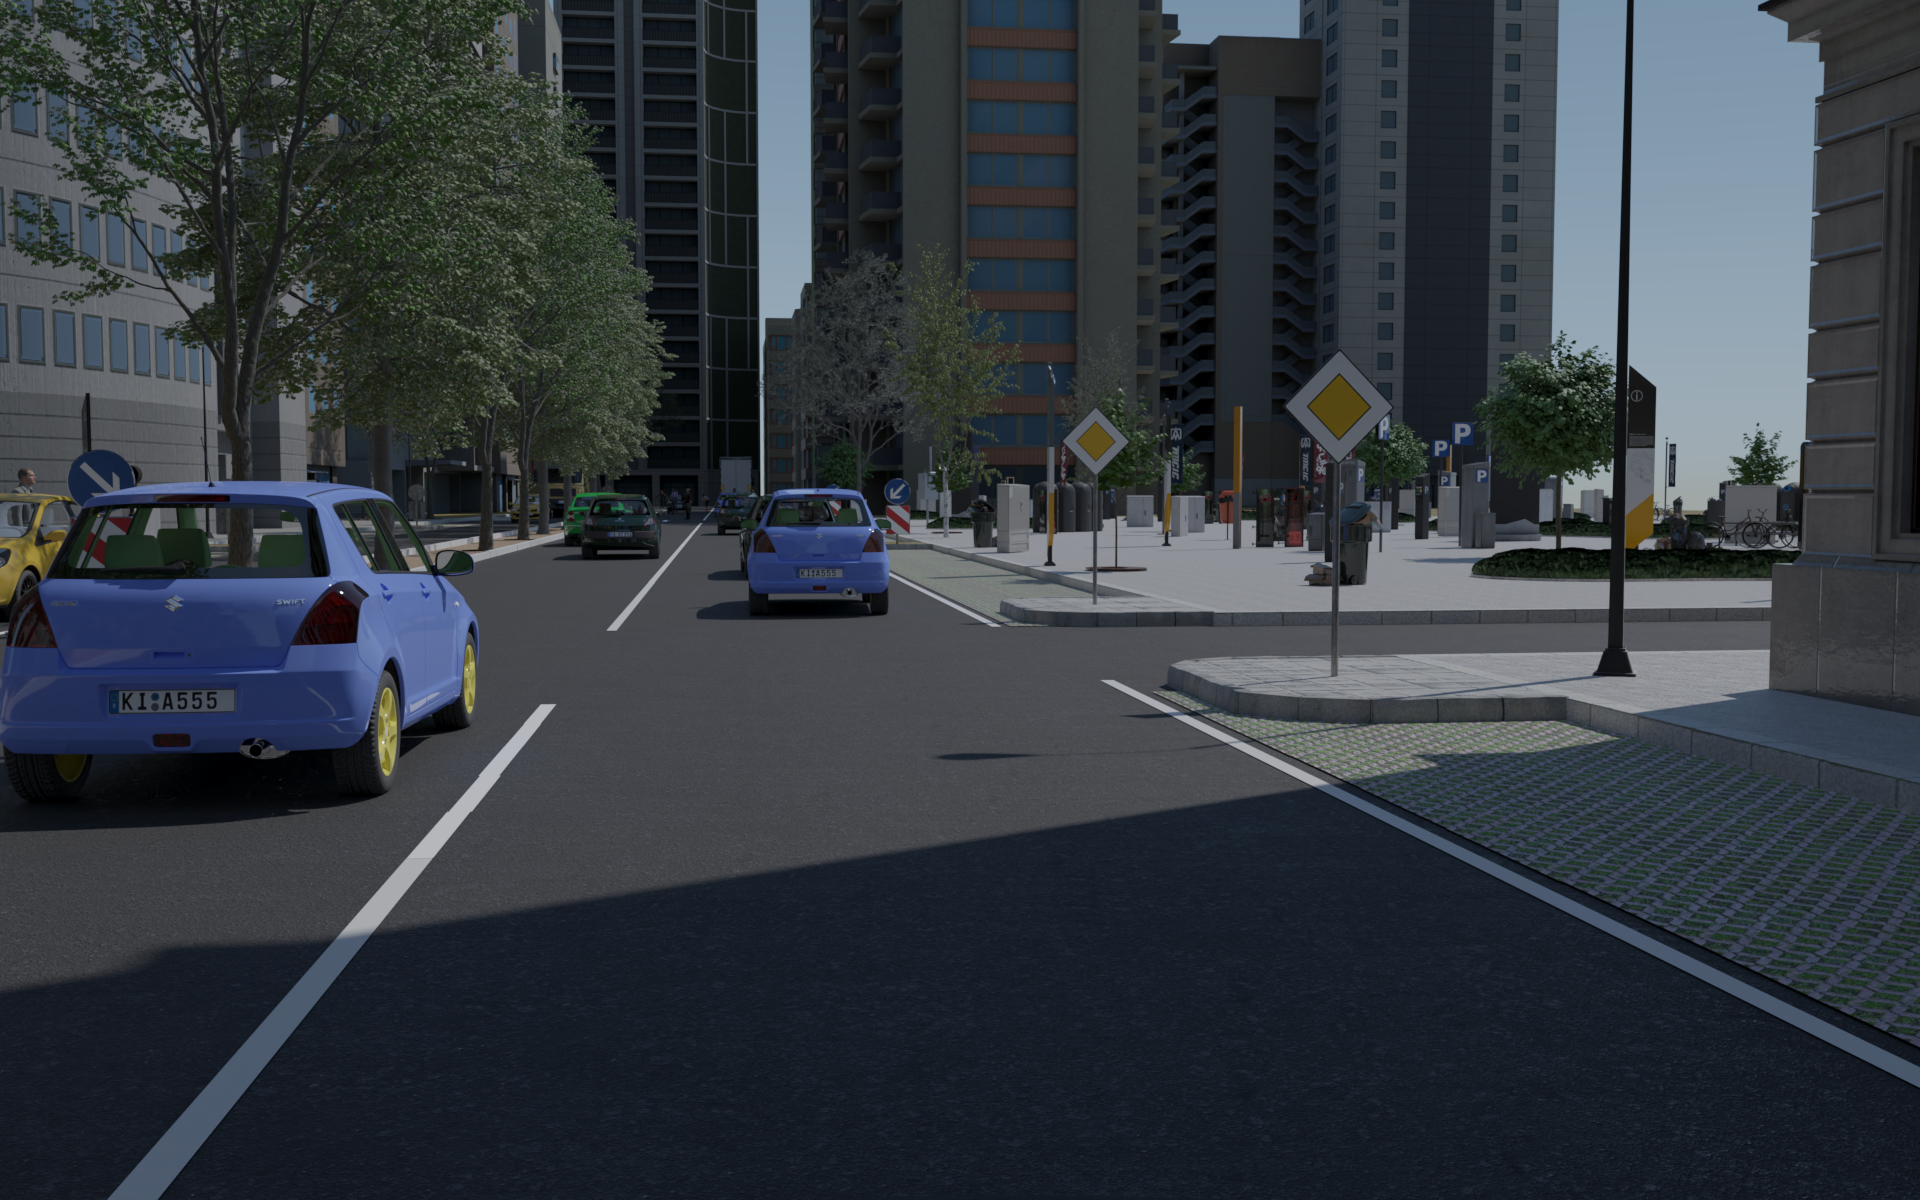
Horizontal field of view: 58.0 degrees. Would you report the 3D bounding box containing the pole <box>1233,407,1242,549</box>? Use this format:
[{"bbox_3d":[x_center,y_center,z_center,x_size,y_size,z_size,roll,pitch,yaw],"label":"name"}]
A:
[{"bbox_3d":[6.482,-2.850,40.444,0.158,3.312,0.155,0,3,0],"label":"pole"}]

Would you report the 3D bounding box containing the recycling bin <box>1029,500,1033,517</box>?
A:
[{"bbox_3d":[2.986,-3.867,75.784,0.722,1.027,0.722,2,4,35],"label":"recycling bin"}]

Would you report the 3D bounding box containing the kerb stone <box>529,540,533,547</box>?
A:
[{"bbox_3d":[-11.598,-1.475,46.309,0.120,0.150,1.000,0,4,-8],"label":"kerb stone"}]

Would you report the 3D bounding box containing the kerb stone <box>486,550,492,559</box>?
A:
[{"bbox_3d":[-10.497,-0.964,38.194,0.120,0.150,1.000,0,4,-8],"label":"kerb stone"}]

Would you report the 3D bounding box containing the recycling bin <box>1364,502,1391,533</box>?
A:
[{"bbox_3d":[13.991,-2.783,58.053,0.722,1.027,0.722,0,4,-5],"label":"recycling bin"}]

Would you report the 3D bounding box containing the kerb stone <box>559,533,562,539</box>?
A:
[{"bbox_3d":[-12.691,-1.972,54.431,0.120,0.150,1.000,0,4,-8],"label":"kerb stone"}]

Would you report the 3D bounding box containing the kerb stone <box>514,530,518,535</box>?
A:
[{"bbox_3d":[-15.585,-2.322,60.212,0.120,0.150,1.000,0,4,-8],"label":"kerb stone"}]

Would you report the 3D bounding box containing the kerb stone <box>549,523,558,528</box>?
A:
[{"bbox_3d":[-17.513,-3.196,74.451,0.120,0.150,1.000,0,4,-8],"label":"kerb stone"}]

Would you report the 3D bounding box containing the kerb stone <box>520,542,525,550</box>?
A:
[{"bbox_3d":[-11.311,-1.351,44.284,0.120,0.150,1.000,0,4,-8],"label":"kerb stone"}]

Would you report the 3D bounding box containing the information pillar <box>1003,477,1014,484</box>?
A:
[{"bbox_3d":[2.162,-4.317,75.078,0.304,2.012,0.304,-1,4,-12],"label":"information pillar"}]

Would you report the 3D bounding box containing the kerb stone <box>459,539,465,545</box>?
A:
[{"bbox_3d":[-13.945,-1.580,48.027,0.120,0.150,1.000,0,4,-8],"label":"kerb stone"}]

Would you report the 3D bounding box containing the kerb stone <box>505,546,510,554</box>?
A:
[{"bbox_3d":[-10.909,-1.165,41.242,0.120,0.150,1.000,0,4,-8],"label":"kerb stone"}]

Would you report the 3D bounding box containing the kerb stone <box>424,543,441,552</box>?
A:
[{"bbox_3d":[-13.394,-1.332,43.970,0.120,0.150,1.000,0,4,-8],"label":"kerb stone"}]

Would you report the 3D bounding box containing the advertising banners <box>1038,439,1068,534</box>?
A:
[{"bbox_3d":[2.986,-3.630,55.541,0.090,3.025,2.074,-1,4,-23],"label":"advertising banners"}]

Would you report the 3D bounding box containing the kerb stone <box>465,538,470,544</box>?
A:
[{"bbox_3d":[-14.081,-1.642,49.040,0.120,0.150,1.000,0,4,-8],"label":"kerb stone"}]

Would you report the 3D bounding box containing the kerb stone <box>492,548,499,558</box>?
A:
[{"bbox_3d":[-10.631,-1.041,39.210,0.120,0.150,1.000,0,4,-8],"label":"kerb stone"}]

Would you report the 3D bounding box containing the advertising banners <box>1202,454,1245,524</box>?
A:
[{"bbox_3d":[11.383,-4.809,74.816,2.074,3.025,0.090,-1,4,-20],"label":"advertising banners"}]

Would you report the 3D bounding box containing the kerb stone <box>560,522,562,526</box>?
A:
[{"bbox_3d":[-17.784,-3.321,76.490,0.120,0.150,1.000,0,4,-8],"label":"kerb stone"}]

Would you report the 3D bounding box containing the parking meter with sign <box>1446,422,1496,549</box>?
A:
[{"bbox_3d":[12.314,-2.762,41.415,0.543,3.016,1.738,0,4,-7],"label":"parking meter with sign"}]

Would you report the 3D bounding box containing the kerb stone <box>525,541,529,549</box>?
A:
[{"bbox_3d":[-11.455,-1.413,45.296,0.120,0.150,1.000,0,4,-8],"label":"kerb stone"}]

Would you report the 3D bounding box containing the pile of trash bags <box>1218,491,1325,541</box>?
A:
[{"bbox_3d":[8.861,-2.340,48.016,3.447,1.369,1.912,1,4,16],"label":"pile of trash bags"}]

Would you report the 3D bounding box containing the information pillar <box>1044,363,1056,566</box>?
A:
[{"bbox_3d":[1.609,-2.411,30.778,0.183,3.616,0.504,0,4,-2],"label":"information pillar"}]

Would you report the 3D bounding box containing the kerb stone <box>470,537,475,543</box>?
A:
[{"bbox_3d":[-14.212,-1.701,50.059,0.120,0.150,1.000,0,4,-8],"label":"kerb stone"}]

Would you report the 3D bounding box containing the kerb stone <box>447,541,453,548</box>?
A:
[{"bbox_3d":[-13.673,-1.452,45.996,0.120,0.150,1.000,0,4,-8],"label":"kerb stone"}]

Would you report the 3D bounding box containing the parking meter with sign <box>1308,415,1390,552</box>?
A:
[{"bbox_3d":[8.602,-2.584,38.508,1.738,3.016,0.543,3,4,38],"label":"parking meter with sign"}]

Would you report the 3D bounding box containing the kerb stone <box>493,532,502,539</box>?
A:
[{"bbox_3d":[-15.040,-2.076,56.141,0.120,0.150,1.000,0,4,-8],"label":"kerb stone"}]

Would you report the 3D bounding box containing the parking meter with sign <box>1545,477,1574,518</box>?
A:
[{"bbox_3d":[26.234,-4.908,76.507,1.738,3.016,0.543,3,5,43],"label":"parking meter with sign"}]

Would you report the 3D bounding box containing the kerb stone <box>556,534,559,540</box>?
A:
[{"bbox_3d":[-12.547,-1.910,53.419,0.120,0.150,1.000,0,4,-8],"label":"kerb stone"}]

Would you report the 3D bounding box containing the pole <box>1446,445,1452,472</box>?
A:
[{"bbox_3d":[20.305,-4.778,71.966,0.158,3.312,0.155,0,3,0],"label":"pole"}]

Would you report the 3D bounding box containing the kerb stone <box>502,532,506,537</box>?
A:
[{"bbox_3d":[-15.181,-2.138,57.153,0.120,0.150,1.000,0,4,-8],"label":"kerb stone"}]

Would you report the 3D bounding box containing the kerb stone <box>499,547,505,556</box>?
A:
[{"bbox_3d":[-10.763,-1.103,40.223,0.120,0.150,1.000,0,4,-8],"label":"kerb stone"}]

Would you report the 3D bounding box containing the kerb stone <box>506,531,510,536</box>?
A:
[{"bbox_3d":[-15.314,-2.201,58.174,0.120,0.150,1.000,0,4,-8],"label":"kerb stone"}]

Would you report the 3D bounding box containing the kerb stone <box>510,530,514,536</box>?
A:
[{"bbox_3d":[-15.454,-2.263,59.198,0.120,0.150,1.000,0,4,-8],"label":"kerb stone"}]

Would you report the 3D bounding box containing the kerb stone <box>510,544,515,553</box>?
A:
[{"bbox_3d":[-11.046,-1.227,42.255,0.120,0.150,1.000,0,4,-8],"label":"kerb stone"}]

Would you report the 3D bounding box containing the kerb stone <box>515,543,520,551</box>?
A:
[{"bbox_3d":[-11.185,-1.286,43.270,0.120,0.150,1.000,0,4,-8],"label":"kerb stone"}]

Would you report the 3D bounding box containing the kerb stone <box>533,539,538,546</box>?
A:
[{"bbox_3d":[-11.726,-1.533,47.323,0.120,0.150,1.000,0,4,-8],"label":"kerb stone"}]

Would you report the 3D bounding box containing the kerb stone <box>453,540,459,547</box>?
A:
[{"bbox_3d":[-13.801,-1.518,47.010,0.120,0.150,1.000,0,4,-8],"label":"kerb stone"}]

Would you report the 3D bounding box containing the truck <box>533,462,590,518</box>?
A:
[{"bbox_3d":[-24.090,-6.780,106.770,3.469,3.379,9.791,0,4,-7],"label":"truck"}]

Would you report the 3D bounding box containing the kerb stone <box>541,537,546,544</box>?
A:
[{"bbox_3d":[-11.997,-1.661,49.350,0.120,0.150,1.000,0,4,-8],"label":"kerb stone"}]

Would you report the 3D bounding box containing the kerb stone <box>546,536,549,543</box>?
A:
[{"bbox_3d":[-12.140,-1.723,50.374,0.120,0.150,1.000,0,4,-8],"label":"kerb stone"}]

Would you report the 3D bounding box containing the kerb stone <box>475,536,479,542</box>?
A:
[{"bbox_3d":[-14.351,-1.766,51.071,0.120,0.150,1.000,0,4,-8],"label":"kerb stone"}]

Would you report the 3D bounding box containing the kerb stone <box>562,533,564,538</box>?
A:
[{"bbox_3d":[-12.828,-2.034,55.445,0.120,0.150,1.000,0,4,-8],"label":"kerb stone"}]

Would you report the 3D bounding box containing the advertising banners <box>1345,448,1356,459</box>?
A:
[{"bbox_3d":[13.286,-4.068,62.694,2.074,3.025,0.090,0,4,5],"label":"advertising banners"}]

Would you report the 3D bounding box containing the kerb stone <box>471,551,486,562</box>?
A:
[{"bbox_3d":[-10.359,-0.911,37.174,0.120,0.150,1.000,0,4,-8],"label":"kerb stone"}]

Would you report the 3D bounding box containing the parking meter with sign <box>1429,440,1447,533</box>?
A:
[{"bbox_3d":[15.887,-3.679,56.417,0.543,3.016,1.738,2,4,31],"label":"parking meter with sign"}]

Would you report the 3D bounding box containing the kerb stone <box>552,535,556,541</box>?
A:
[{"bbox_3d":[-12.411,-1.848,52.406,0.120,0.150,1.000,0,4,-8],"label":"kerb stone"}]

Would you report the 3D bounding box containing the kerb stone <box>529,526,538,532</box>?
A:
[{"bbox_3d":[-16.552,-2.760,67.325,0.120,0.150,1.000,0,4,-8],"label":"kerb stone"}]

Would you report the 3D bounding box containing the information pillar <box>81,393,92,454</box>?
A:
[{"bbox_3d":[-20.242,-2.987,40.198,0.183,3.616,0.504,-3,5,-40],"label":"information pillar"}]

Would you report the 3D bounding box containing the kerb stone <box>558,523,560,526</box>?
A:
[{"bbox_3d":[-17.653,-3.250,75.468,0.120,0.150,1.000,0,4,-8],"label":"kerb stone"}]

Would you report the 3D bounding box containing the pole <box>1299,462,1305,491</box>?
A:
[{"bbox_3d":[13.018,-4.408,65.915,0.158,3.312,0.155,0,3,0],"label":"pole"}]

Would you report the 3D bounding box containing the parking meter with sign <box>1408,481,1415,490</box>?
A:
[{"bbox_3d":[24.617,-5.915,92.972,0.543,3.016,1.738,-2,4,-26],"label":"parking meter with sign"}]

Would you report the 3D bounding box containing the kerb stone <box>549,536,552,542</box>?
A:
[{"bbox_3d":[-12.282,-1.786,51.392,0.120,0.150,1.000,0,4,-8],"label":"kerb stone"}]

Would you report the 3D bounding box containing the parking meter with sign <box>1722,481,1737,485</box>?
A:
[{"bbox_3d":[43.500,-6.220,97.963,1.738,3.016,0.543,0,4,1],"label":"parking meter with sign"}]

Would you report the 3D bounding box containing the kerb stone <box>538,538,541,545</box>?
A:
[{"bbox_3d":[-11.866,-1.597,48.336,0.120,0.150,1.000,0,4,-8],"label":"kerb stone"}]

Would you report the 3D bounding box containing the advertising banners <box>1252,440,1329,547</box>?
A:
[{"bbox_3d":[8.053,-2.791,41.817,2.074,3.025,0.090,-1,4,-13],"label":"advertising banners"}]

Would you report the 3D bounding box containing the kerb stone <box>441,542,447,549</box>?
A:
[{"bbox_3d":[-13.533,-1.392,44.984,0.120,0.150,1.000,0,4,-8],"label":"kerb stone"}]

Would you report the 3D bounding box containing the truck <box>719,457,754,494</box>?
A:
[{"bbox_3d":[-17.539,-8.990,135.901,2.839,4.237,11.283,0,4,-7],"label":"truck"}]
